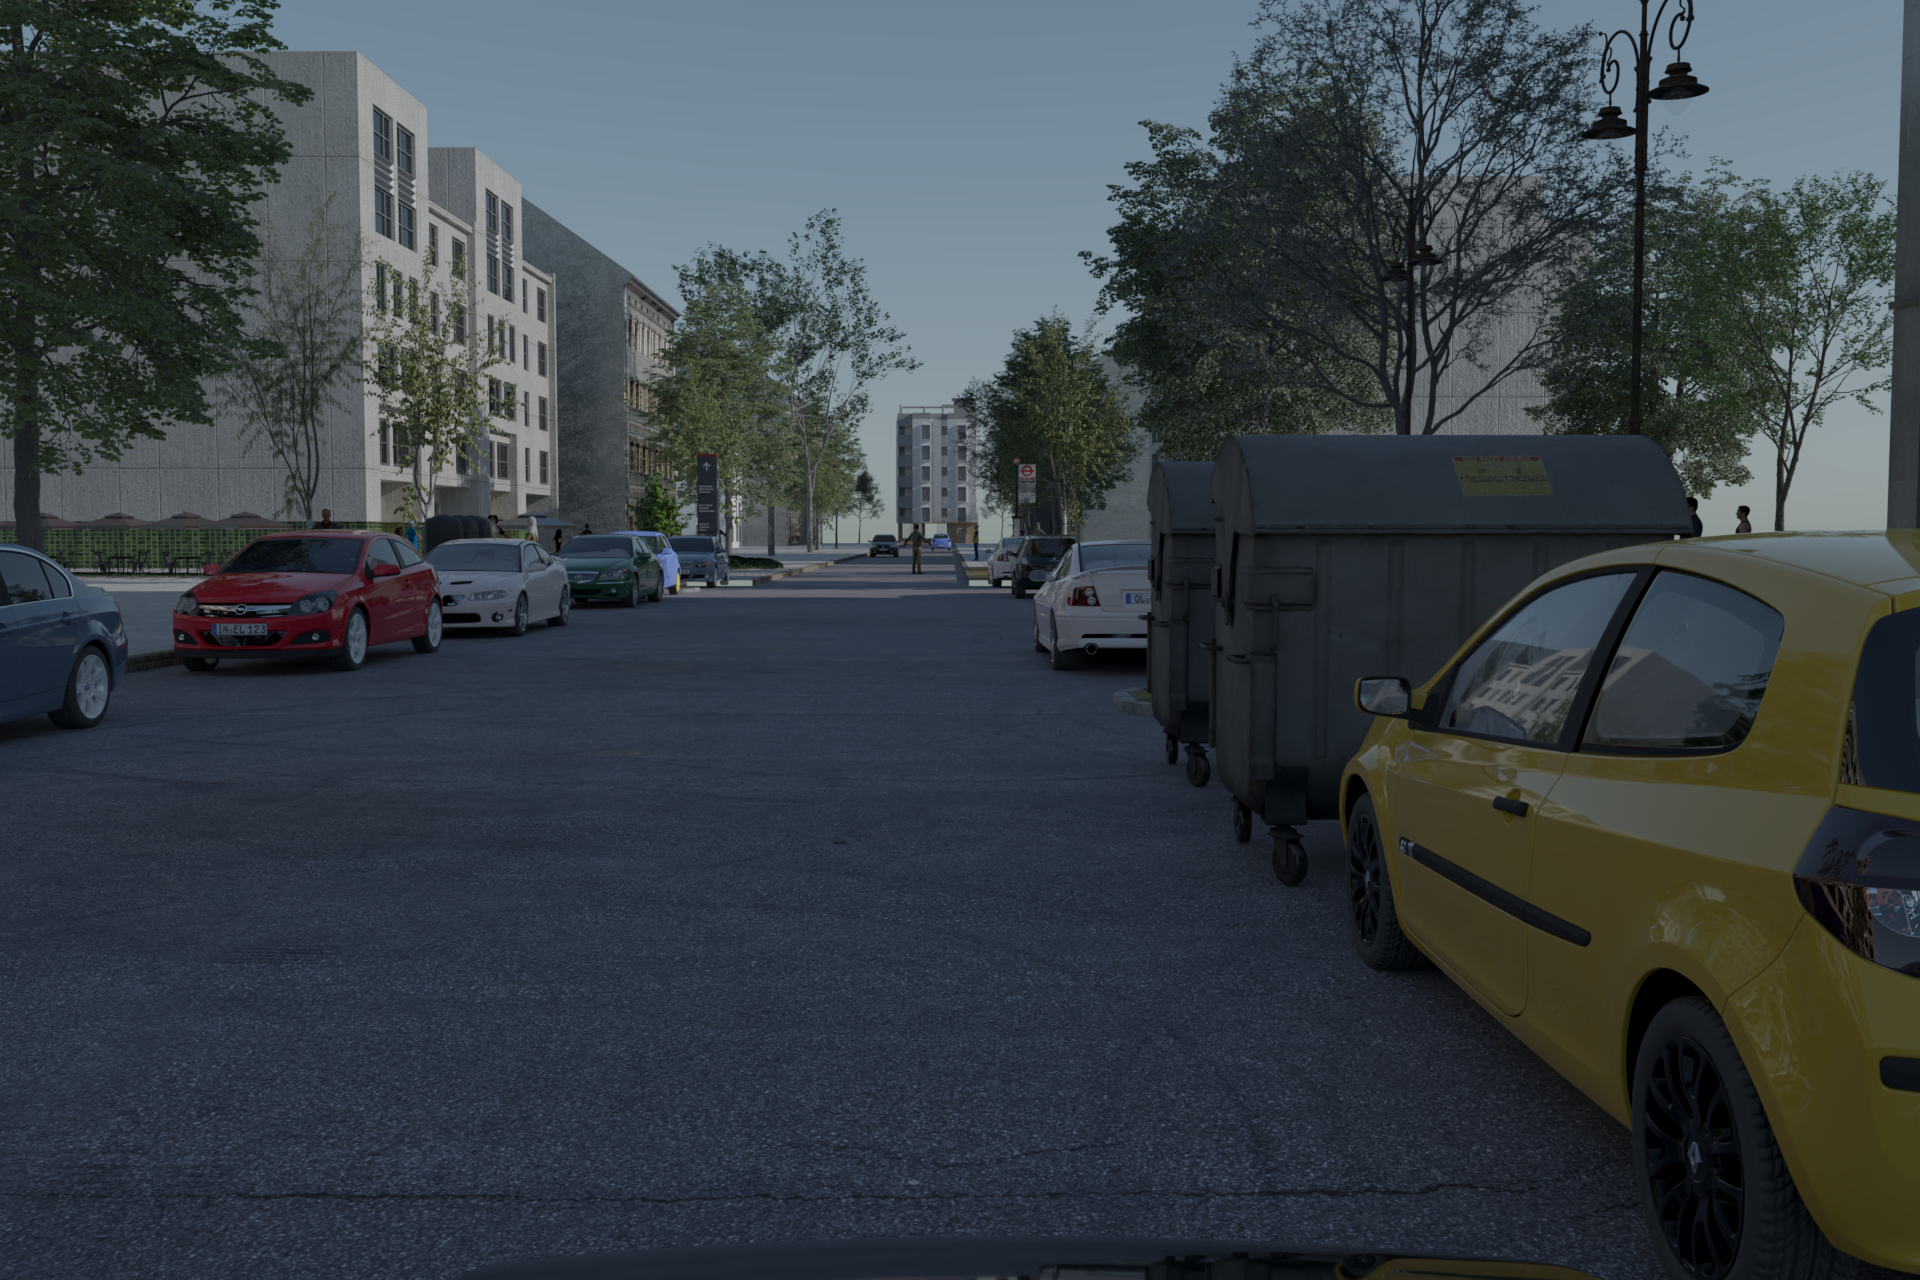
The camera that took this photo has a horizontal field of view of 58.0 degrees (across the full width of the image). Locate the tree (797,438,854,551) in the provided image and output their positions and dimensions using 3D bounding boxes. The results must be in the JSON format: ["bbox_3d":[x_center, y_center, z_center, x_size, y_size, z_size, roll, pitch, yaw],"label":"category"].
[{"bbox_3d":[-10.413,-11.030,130.700,4.737,8.622,4.395,0,3,0],"label":"tree"}]

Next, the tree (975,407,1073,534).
[{"bbox_3d":[4.552,-11.418,121.100,7.601,10.594,8.767,-1,4,-14],"label":"tree"}]

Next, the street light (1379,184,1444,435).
[{"bbox_3d":[6.051,-3.094,23.379,0.468,5.910,1.993,0,4,-1],"label":"street light"}]

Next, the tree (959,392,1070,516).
[{"bbox_3d":[4.856,-14.559,148.415,12.009,13.543,11.850,0,3,0],"label":"tree"}]

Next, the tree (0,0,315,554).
[{"bbox_3d":[-13.102,-6.492,24.271,7.486,12.596,7.792,0,3,0],"label":"tree"}]

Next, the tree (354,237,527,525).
[{"bbox_3d":[-13.434,-5.728,44.019,4.737,8.622,4.395,0,3,0],"label":"tree"}]

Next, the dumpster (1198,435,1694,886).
[{"bbox_3d":[2.032,0.042,7.529,1.865,1.857,1.264,0,4,-1],"label":"dumpster"}]

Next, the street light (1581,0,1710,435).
[{"bbox_3d":[5.735,-2.562,14.677,0.468,5.910,1.993,0,4,-1],"label":"street light"}]

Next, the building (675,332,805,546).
[{"bbox_3d":[-27.852,-22.302,195.563,19.493,23.208,18.063,0,4,0],"label":"building"}]

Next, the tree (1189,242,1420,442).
[{"bbox_3d":[11.187,-8.113,58.398,9.928,11.665,9.643,0,3,0],"label":"tree"}]

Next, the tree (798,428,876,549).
[{"bbox_3d":[-10.526,-13.239,150.876,8.767,10.594,7.601,3,5,44],"label":"tree"}]

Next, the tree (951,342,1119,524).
[{"bbox_3d":[4.673,-11.897,104.890,12.009,13.543,11.850,0,3,0],"label":"tree"}]

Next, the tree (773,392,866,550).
[{"bbox_3d":[-11.363,-13.496,138.781,7.486,12.596,7.792,0,3,0],"label":"tree"}]

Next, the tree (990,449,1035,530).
[{"bbox_3d":[4.356,-11.394,136.656,4.737,8.622,4.395,0,3,0],"label":"tree"}]

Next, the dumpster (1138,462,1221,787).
[{"bbox_3d":[2.039,-0.126,10.277,1.865,1.857,1.264,0,4,-1],"label":"dumpster"}]

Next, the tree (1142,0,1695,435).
[{"bbox_3d":[8.490,-7.481,32.680,12.009,13.543,11.850,0,3,0],"label":"tree"}]

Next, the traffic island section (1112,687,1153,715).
[{"bbox_3d":[2.296,0.517,14.417,1.991,0.108,1.994,0,4,0],"label":"traffic island section"}]

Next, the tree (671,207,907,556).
[{"bbox_3d":[-9.833,-14.940,100.164,12.611,20.169,13.585,0,3,0],"label":"tree"}]

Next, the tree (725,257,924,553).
[{"bbox_3d":[-9.334,-16.072,118.659,12.611,20.169,13.585,0,3,0],"label":"tree"}]

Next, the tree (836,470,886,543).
[{"bbox_3d":[-13.767,-18.787,241.571,7.601,10.594,8.767,0,4,-4],"label":"tree"}]

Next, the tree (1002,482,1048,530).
[{"bbox_3d":[4.724,-10.923,128.958,4.360,8.622,3.978,0,3,0],"label":"tree"}]

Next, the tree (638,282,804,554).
[{"bbox_3d":[-10.986,-9.827,78.801,7.486,12.596,7.792,0,3,0],"label":"tree"}]

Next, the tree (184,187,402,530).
[{"bbox_3d":[-13.399,-5.249,36.182,4.360,8.622,3.978,0,3,0],"label":"tree"}]

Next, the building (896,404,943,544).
[{"bbox_3d":[-8.674,-23.568,244.217,11.380,20.090,16.016,0,4,1],"label":"building"}]

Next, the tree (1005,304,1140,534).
[{"bbox_3d":[3.652,-6.491,56.490,4.737,8.622,4.395,0,3,0],"label":"tree"}]

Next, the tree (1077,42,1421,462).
[{"bbox_3d":[7.912,-8.561,46.634,9.857,13.997,8.962,0,3,0],"label":"tree"}]

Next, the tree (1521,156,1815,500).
[{"bbox_3d":[24.283,-9.379,60.007,9.857,13.997,8.962,0,3,0],"label":"tree"}]

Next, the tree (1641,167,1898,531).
[{"bbox_3d":[23.626,-7.555,49.283,9.928,11.665,9.643,0,3,0],"label":"tree"}]

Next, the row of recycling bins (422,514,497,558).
[{"bbox_3d":[-10.864,-1.883,37.892,1.069,1.692,3.534,0,4,0],"label":"row of recycling bins"}]

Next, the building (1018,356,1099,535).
[{"bbox_3d":[20.929,-22.666,214.567,27.936,21.610,32.646,0,4,0],"label":"building"}]

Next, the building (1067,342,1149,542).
[{"bbox_3d":[20.610,-20.809,171.147,19.493,23.208,18.063,0,4,0],"label":"building"}]

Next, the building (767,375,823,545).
[{"bbox_3d":[-27.328,-23.722,218.775,19.493,23.208,18.063,0,4,-1],"label":"building"}]

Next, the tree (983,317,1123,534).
[{"bbox_3d":[4.630,-10.587,91.222,7.486,12.596,7.792,0,3,0],"label":"tree"}]

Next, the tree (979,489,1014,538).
[{"bbox_3d":[6.087,-18.700,240.159,7.601,10.594,8.767,0,4,4],"label":"tree"}]

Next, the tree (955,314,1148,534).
[{"bbox_3d":[4.261,-8.483,73.104,8.767,10.594,7.601,-2,4,-33],"label":"tree"}]

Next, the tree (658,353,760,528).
[{"bbox_3d":[-10.275,-7.341,70.382,4.737,8.622,4.395,0,3,0],"label":"tree"}]

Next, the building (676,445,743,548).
[{"bbox_3d":[-25.788,-13.918,169.707,9.099,9.664,28.070,0,4,-1],"label":"building"}]
